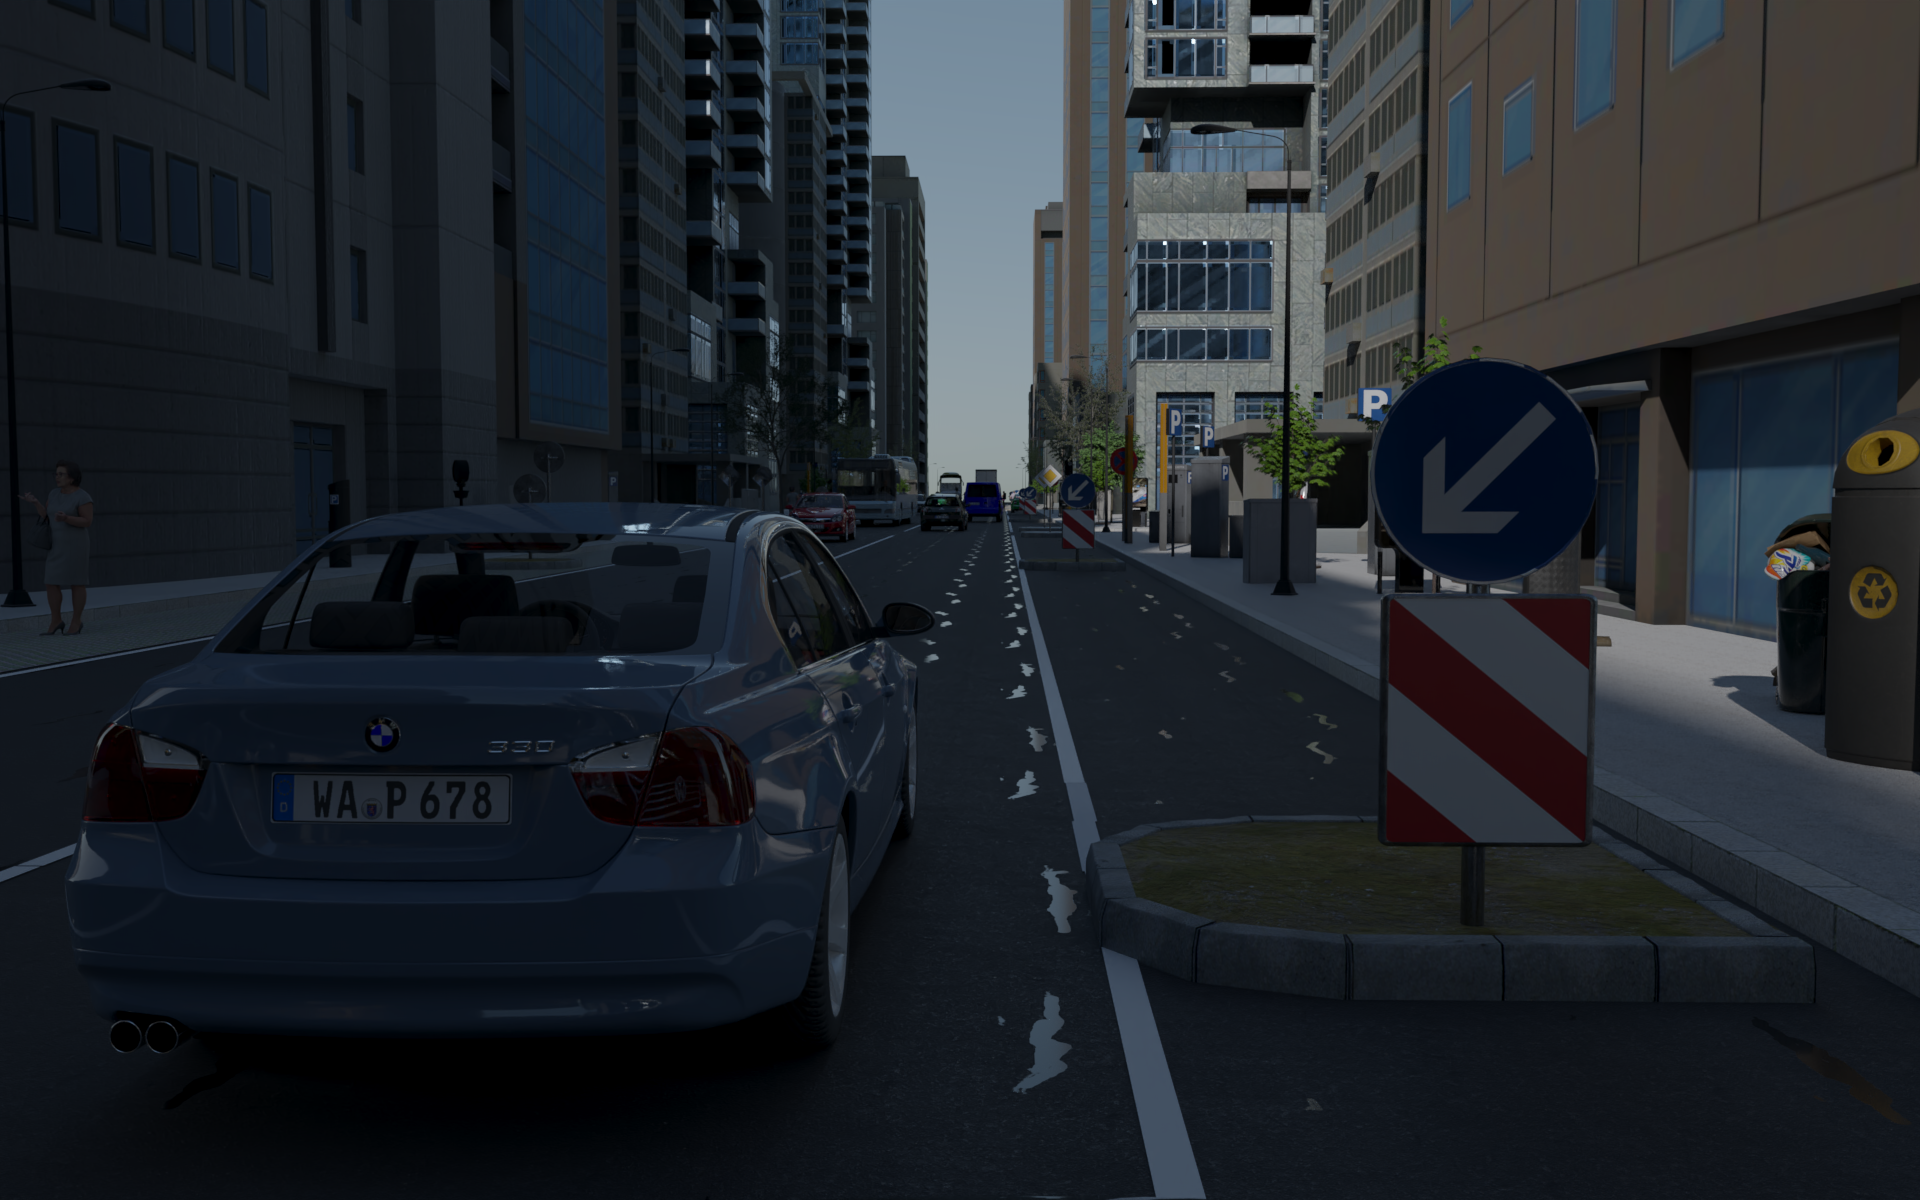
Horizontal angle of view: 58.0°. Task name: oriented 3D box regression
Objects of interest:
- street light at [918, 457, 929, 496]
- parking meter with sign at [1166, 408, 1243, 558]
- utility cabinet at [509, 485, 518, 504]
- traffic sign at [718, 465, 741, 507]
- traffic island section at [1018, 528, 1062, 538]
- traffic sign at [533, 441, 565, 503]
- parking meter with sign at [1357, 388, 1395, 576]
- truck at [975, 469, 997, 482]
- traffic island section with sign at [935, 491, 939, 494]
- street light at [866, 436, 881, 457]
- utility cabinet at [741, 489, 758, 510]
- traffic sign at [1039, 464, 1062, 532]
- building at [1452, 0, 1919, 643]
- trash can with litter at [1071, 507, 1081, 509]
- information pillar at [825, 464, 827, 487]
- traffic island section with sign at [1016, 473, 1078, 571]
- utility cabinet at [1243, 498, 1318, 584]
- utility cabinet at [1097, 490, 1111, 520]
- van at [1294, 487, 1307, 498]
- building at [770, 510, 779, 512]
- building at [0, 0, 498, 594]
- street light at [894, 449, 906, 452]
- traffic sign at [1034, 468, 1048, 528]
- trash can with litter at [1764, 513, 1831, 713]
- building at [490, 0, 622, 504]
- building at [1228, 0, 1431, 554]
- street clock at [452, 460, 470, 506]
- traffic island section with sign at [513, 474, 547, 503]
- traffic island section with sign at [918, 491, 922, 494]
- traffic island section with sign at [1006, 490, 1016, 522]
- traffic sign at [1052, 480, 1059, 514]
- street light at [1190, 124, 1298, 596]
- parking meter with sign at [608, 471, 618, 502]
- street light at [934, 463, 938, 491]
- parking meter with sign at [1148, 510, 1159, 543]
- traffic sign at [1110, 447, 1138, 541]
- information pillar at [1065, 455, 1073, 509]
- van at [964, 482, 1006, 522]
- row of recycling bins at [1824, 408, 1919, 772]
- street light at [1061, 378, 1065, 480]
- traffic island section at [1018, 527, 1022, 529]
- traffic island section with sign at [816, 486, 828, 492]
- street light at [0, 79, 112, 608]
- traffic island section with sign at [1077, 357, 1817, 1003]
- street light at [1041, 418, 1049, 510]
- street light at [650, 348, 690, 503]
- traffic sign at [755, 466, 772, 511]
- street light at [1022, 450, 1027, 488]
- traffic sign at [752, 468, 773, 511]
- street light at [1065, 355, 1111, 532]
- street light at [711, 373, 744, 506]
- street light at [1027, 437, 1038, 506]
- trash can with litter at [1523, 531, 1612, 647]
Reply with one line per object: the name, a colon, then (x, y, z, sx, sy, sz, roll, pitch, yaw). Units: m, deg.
street light: (-5.193, -15.503, 226.015, 1.470, 5.913, 1.316, 0, 4, 1)
parking meter with sign: (5.049, -2.367, 34.969, 1.738, 3.016, 0.543, 2, 4, 34)
utility cabinet: (-9.931, -1.891, 39.594, 0.318, 1.500, 1.173, 1, 4, 9)
traffic sign: (-7.764, -3.354, 58.477, 0.795, 2.450, 0.064, 0, 4, 1)
traffic island section: (3.051, -2.201, 58.271, 2.009, 0.180, 2.903, 0, 4, 1)
traffic sign: (-9.875, -2.538, 41.609, 0.768, 2.556, 0.104, 0, 4, 5)
parking meter with sign: (6.776, -1.922, 27.684, 0.543, 3.016, 1.738, 0, 4, 2)
truck: (3.072, -12.984, 201.205, 2.839, 4.237, 11.283, 0, 4, 1)
traffic island section with sign: (-2.496, -16.350, 275.944, 1.989, 1.847, 2.006, 0, 4, 1)
street light: (-7.172, -10.416, 142.848, 1.470, 5.913, 1.316, 0, 4, 1)
utility cabinet: (-9.059, -4.045, 74.807, 0.318, 1.500, 1.173, 1, 4, 16)
traffic sign: (3.027, -3.337, 58.195, 0.795, 2.450, 0.064, 0, 4, 1)
building: (13.525, -22.434, 16.902, 14.600, 45.320, 14.200, 0, 4, 1)
trash can with litter: (5.806, -4.783, 89.593, 0.624, 1.170, 1.055, -3, 4, -36)
information pillar: (-10.361, -8.731, 134.098, 0.183, 3.616, 0.504, -1, 4, -8)
traffic island section with sign: (2.128, -1.509, 33.296, 1.989, 1.847, 2.006, 0, 4, 1)
utility cabinet: (4.609, -0.845, 24.976, 1.020, 1.237, 0.306, -1, 4, -10)
utility cabinet: (7.157, -4.733, 86.060, 0.318, 1.500, 1.173, -1, 4, -17)
van: (14.147, -3.410, 62.768, 4.112, 2.044, 2.013, 0, 4, 1)
building: (-23.148, -48.944, 112.910, 22.319, 86.520, 31.000, 0, 4, 1)
building: (-21.838, -29.592, 25.828, 21.231, 58.520, 28.212, 0, 4, 1)
street light: (-6.292, -12.634, 179.100, 1.470, 5.913, 1.316, 0, 4, 1)
traffic sign: (3.221, -3.825, 66.177, 0.795, 2.450, 0.064, 0, 4, 1)
trash can with litter: (5.091, 0.059, 10.428, 0.624, 1.170, 1.055, 1, 4, 15)
building: (-18.281, -24.366, 48.500, 14.200, 45.320, 14.600, 0, 4, 1)
building: (22.836, -21.529, 43.885, 32.217, 40.220, 23.993, 0, 4, 1)
street clock: (-10.573, -1.967, 36.725, 0.358, 2.002, 0.471, -2, 4, -34)
traffic island section with sign: (-8.404, -1.519, 33.460, 1.989, 1.847, 2.006, 0, 4, 1)
traffic island section with sign: (-4.506, -11.279, 193.032, 1.989, 1.847, 2.006, 0, 4, 1)
traffic island section with sign: (3.470, -4.888, 88.554, 1.989, 1.847, 2.006, 0, 4, 1)
traffic sign: (6.078, -6.930, 113.404, 0.768, 2.556, 0.104, 0, 4, 3)
street light: (3.589, -3.018, 21.889, 1.470, 5.913, 1.316, 0, 4, 1)
parking meter with sign: (-11.923, -3.807, 58.503, 1.738, 3.016, 0.543, 3, 5, 43)
street light: (-4.202, -17.696, 261.864, 1.470, 5.913, 1.316, 0, 4, 1)
parking meter with sign: (5.705, -2.979, 44.967, 1.738, 3.016, 0.543, 3, 5, 40)
traffic sign: (4.445, -2.871, 47.053, 0.768, 2.556, 0.104, 0, 4, 4)
information pillar: (6.385, -6.732, 101.429, 0.504, 3.616, 0.183, 1, 4, 20)
van: (1.239, -5.213, 89.624, 2.240, 2.365, 5.245, 0, 4, 3)
row of recycling bins: (4.581, 0.009, 6.966, 1.069, 1.692, 3.534, 0, 4, 5)
street light: (4.717, -5.921, 69.357, 1.470, 5.913, 1.316, 0, 4, 1)
traffic island section: (3.245, -2.689, 66.254, 2.009, 0.180, 2.903, 0, 4, 1)
traffic island section with sign: (-7.058, -4.912, 88.945, 1.989, 1.847, 2.006, 0, 4, 1)
street light: (-10.194, -2.875, 19.549, 1.470, 5.913, 1.316, 0, 4, 1)
traffic island section with sign: (1.444, 0.171, 5.840, 1.989, 1.847, 2.006, 0, 4, 1)
street light: (5.725, -8.117, 105.247, 1.470, 5.913, 1.316, 0, 4, 1)
street light: (-9.286, -5.057, 55.223, 1.470, 5.913, 1.316, 0, 4, 1)
traffic sign: (-8.964, -4.832, 79.112, 0.768, 2.556, 0.104, 0, 4, 3)
street light: (7.525, -12.769, 181.315, 1.470, 5.913, 1.316, 0, 4, 1)
traffic sign: (-7.569, -3.842, 66.460, 0.795, 2.450, 0.064, 0, 4, 1)
street light: (4.365, -5.223, 57.932, 1.470, 5.913, 1.316, 0, 4, 1)
street light: (-8.951, -5.735, 66.311, 1.470, 5.913, 1.316, 0, 4, 1)
street light: (6.566, -10.587, 145.642, 1.470, 5.913, 1.316, 0, 4, 1)
trash can with litter: (4.602, -0.219, 14.638, 2.233, 1.210, 1.678, -1, 4, -17)
